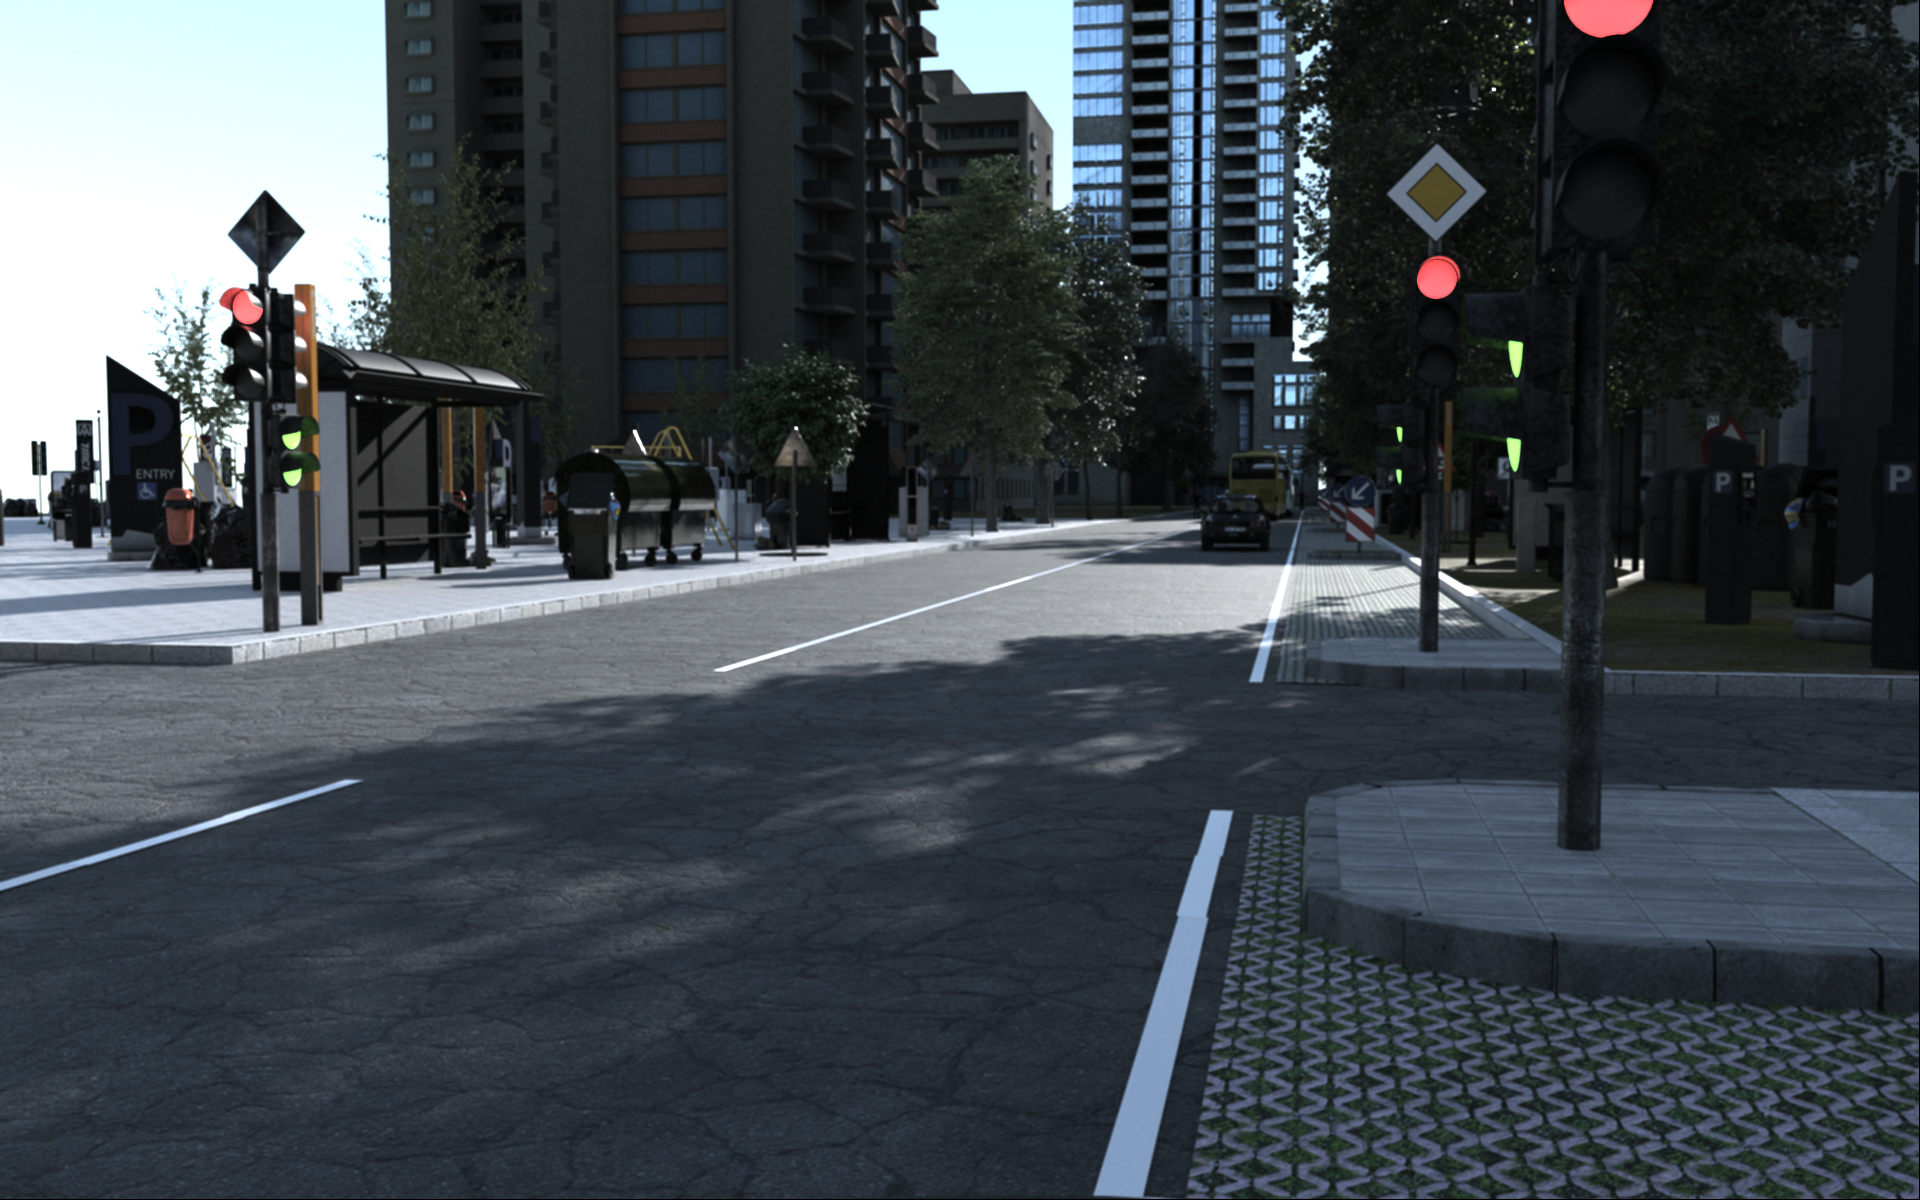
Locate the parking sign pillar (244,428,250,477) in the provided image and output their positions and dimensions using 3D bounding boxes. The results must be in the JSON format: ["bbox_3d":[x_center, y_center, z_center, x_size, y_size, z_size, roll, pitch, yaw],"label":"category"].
[{"bbox_3d":[-28.567,-5.037,70.828,1.447,3.967,1.447,0,4,8],"label":"parking sign pillar"}]

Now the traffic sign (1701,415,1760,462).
[{"bbox_3d":[12.720,-1.752,28.644,0.884,2.594,0.081,1,4,20],"label":"traffic sign"}]

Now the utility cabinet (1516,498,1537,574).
[{"bbox_3d":[9.272,-1.053,28.384,0.306,1.237,1.020,1,4,17],"label":"utility cabinet"}]

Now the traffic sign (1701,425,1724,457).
[{"bbox_3d":[14.099,-1.954,32.056,0.768,2.556,0.104,1,4,21],"label":"traffic sign"}]

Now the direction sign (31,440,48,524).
[{"bbox_3d":[-39.077,-4.989,73.569,0.379,3.537,0.876,1,4,12],"label":"direction sign"}]

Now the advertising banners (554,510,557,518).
[{"bbox_3d":[-22.710,-6.002,94.320,2.074,3.025,0.090,-1,4,-9],"label":"advertising banners"}]

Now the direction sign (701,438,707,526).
[{"bbox_3d":[-10.490,-4.813,70.686,0.379,3.537,0.876,0,4,-2],"label":"direction sign"}]

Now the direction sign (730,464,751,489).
[{"bbox_3d":[-8.586,-4.630,67.693,0.876,3.537,0.379,-2,4,-33],"label":"direction sign"}]

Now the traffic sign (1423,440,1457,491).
[{"bbox_3d":[11.419,-2.535,41.456,0.884,2.594,0.081,1,4,19],"label":"traffic sign"}]

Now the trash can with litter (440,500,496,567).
[{"bbox_3d":[-8.796,-1.177,30.632,0.624,1.170,1.055,3,5,39],"label":"trash can with litter"}]

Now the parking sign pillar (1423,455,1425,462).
[{"bbox_3d":[22.967,-5.925,85.339,1.447,3.967,1.447,1,4,15],"label":"parking sign pillar"}]

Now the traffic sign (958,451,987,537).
[{"bbox_3d":[0.369,-3.191,52.180,0.884,2.594,0.081,1,4,17],"label":"traffic sign"}]

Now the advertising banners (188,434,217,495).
[{"bbox_3d":[-22.579,-3.313,50.351,0.090,3.025,2.074,3,5,41],"label":"advertising banners"}]

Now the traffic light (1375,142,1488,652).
[{"bbox_3d":[3.805,-1.535,14.017,0.839,4.253,0.868,1,4,11],"label":"traffic light"}]

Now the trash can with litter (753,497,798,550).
[{"bbox_3d":[-4.271,-1.752,40.031,0.624,1.170,1.055,2,4,30],"label":"trash can with litter"}]

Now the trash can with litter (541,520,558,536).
[{"bbox_3d":[-12.126,-2.600,53.570,2.233,1.210,1.678,-1,4,-14],"label":"trash can with litter"}]

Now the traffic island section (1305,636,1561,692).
[{"bbox_3d":[3.842,0.499,14.123,2.009,0.180,2.903,1,4,11],"label":"traffic island section"}]

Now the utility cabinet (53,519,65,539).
[{"bbox_3d":[-25.556,-2.491,49.402,0.318,1.500,1.173,-1,4,-14],"label":"utility cabinet"}]

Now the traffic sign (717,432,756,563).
[{"bbox_3d":[-4.180,-1.908,32.377,0.795,2.450,0.064,1,4,18],"label":"traffic sign"}]

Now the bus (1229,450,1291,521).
[{"bbox_3d":[16.645,-6.393,96.073,2.896,3.916,12.252,1,4,13],"label":"bus"}]

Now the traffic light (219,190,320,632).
[{"bbox_3d":[-6.407,-1.659,16.043,0.839,4.253,0.868,1,4,11],"label":"traffic light"}]

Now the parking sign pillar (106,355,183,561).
[{"bbox_3d":[-15.821,-2.763,33.649,1.447,3.967,1.447,-2,4,-25],"label":"parking sign pillar"}]

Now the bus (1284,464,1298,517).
[{"bbox_3d":[20.284,-7.163,111.967,2.948,3.499,13.247,1,4,12],"label":"bus"}]

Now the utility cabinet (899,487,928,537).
[{"bbox_3d":[-1.403,-2.641,51.864,0.318,1.500,1.173,2,4,31],"label":"utility cabinet"}]

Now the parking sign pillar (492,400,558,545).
[{"bbox_3d":[-10.971,-3.396,44.003,1.447,3.967,1.447,-1,4,-23],"label":"parking sign pillar"}]

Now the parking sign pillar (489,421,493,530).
[{"bbox_3d":[-16.313,-4.469,61.545,1.447,3.967,1.447,0,4,1],"label":"parking sign pillar"}]

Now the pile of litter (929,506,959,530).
[{"bbox_3d":[-0.841,-2.963,62.405,1.719,0.858,1.176,0,4,-3],"label":"pile of litter"}]

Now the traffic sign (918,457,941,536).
[{"bbox_3d":[-0.969,-3.192,53.377,0.795,2.450,0.064,1,4,13],"label":"traffic sign"}]

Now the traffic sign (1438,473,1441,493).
[{"bbox_3d":[13.719,-2.912,49.741,0.606,2.300,0.079,1,4,19],"label":"traffic sign"}]

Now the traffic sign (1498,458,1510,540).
[{"bbox_3d":[15.407,-2.845,48.646,0.606,2.300,0.079,1,4,13],"label":"traffic sign"}]

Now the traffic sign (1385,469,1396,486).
[{"bbox_3d":[21.430,-5.297,86.710,0.768,2.556,0.104,1,4,18],"label":"traffic sign"}]

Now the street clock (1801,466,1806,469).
[{"bbox_3d":[21.975,-2.478,45.078,0.358,2.002,0.471,2,4,32],"label":"street clock"}]

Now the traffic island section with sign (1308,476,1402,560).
[{"bbox_3d":[8.703,-1.811,38.239,1.989,1.847,2.006,1,4,11],"label":"traffic island section with sign"}]

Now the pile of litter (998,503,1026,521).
[{"bbox_3d":[2.428,-4.152,81.856,1.176,0.858,1.719,-1,4,-22],"label":"pile of litter"}]

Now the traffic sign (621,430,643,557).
[{"bbox_3d":[-6.653,-2.156,35.253,0.884,2.594,0.081,1,4,21],"label":"traffic sign"}]

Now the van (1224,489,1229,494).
[{"bbox_3d":[23.657,-8.774,150.463,2.013,2.044,4.112,1,4,10],"label":"van"}]

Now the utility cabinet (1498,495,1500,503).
[{"bbox_3d":[23.579,-4.051,77.402,1.020,1.237,0.306,0,4,7],"label":"utility cabinet"}]

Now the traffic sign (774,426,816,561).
[{"bbox_3d":[-3.171,-2.027,33.144,0.884,2.594,0.081,1,4,20],"label":"traffic sign"}]

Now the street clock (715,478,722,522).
[{"bbox_3d":[-11.051,-4.550,78.959,0.358,2.002,0.471,-2,4,-33],"label":"street clock"}]

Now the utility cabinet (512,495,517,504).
[{"bbox_3d":[-23.970,-4.980,92.583,0.306,1.237,1.020,-2,4,-30],"label":"utility cabinet"}]

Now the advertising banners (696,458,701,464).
[{"bbox_3d":[-13.376,-5.386,84.241,0.090,3.025,2.074,3,5,42],"label":"advertising banners"}]

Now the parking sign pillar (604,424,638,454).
[{"bbox_3d":[-12.967,-4.769,66.440,1.447,3.967,1.447,0,4,-2],"label":"parking sign pillar"}]

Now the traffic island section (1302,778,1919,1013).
[{"bbox_3d":[2.270,0.978,6.293,2.009,0.180,2.903,1,4,11],"label":"traffic island section"}]

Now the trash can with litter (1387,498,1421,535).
[{"bbox_3d":[14.087,-2.661,54.898,1.055,1.170,0.624,1,4,21],"label":"trash can with litter"}]

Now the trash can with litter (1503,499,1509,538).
[{"bbox_3d":[15.204,-2.151,46.558,1.055,1.170,0.624,0,4,-4],"label":"trash can with litter"}]

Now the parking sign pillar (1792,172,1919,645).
[{"bbox_3d":[8.161,-1.635,15.204,1.447,3.967,1.447,1,4,9],"label":"parking sign pillar"}]

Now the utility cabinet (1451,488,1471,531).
[{"bbox_3d":[17.094,-3.116,59.620,0.318,1.500,1.173,-1,4,-22],"label":"utility cabinet"}]

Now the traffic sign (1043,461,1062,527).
[{"bbox_3d":[3.588,-4.102,67.166,0.768,2.556,0.104,1,4,20],"label":"traffic sign"}]

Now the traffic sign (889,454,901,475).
[{"bbox_3d":[-2.097,-2.990,48.886,0.884,2.594,0.081,1,4,14],"label":"traffic sign"}]

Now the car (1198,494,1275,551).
[{"bbox_3d":[7.163,-2.149,44.917,2.009,1.686,4.222,1,4,10],"label":"car"}]
